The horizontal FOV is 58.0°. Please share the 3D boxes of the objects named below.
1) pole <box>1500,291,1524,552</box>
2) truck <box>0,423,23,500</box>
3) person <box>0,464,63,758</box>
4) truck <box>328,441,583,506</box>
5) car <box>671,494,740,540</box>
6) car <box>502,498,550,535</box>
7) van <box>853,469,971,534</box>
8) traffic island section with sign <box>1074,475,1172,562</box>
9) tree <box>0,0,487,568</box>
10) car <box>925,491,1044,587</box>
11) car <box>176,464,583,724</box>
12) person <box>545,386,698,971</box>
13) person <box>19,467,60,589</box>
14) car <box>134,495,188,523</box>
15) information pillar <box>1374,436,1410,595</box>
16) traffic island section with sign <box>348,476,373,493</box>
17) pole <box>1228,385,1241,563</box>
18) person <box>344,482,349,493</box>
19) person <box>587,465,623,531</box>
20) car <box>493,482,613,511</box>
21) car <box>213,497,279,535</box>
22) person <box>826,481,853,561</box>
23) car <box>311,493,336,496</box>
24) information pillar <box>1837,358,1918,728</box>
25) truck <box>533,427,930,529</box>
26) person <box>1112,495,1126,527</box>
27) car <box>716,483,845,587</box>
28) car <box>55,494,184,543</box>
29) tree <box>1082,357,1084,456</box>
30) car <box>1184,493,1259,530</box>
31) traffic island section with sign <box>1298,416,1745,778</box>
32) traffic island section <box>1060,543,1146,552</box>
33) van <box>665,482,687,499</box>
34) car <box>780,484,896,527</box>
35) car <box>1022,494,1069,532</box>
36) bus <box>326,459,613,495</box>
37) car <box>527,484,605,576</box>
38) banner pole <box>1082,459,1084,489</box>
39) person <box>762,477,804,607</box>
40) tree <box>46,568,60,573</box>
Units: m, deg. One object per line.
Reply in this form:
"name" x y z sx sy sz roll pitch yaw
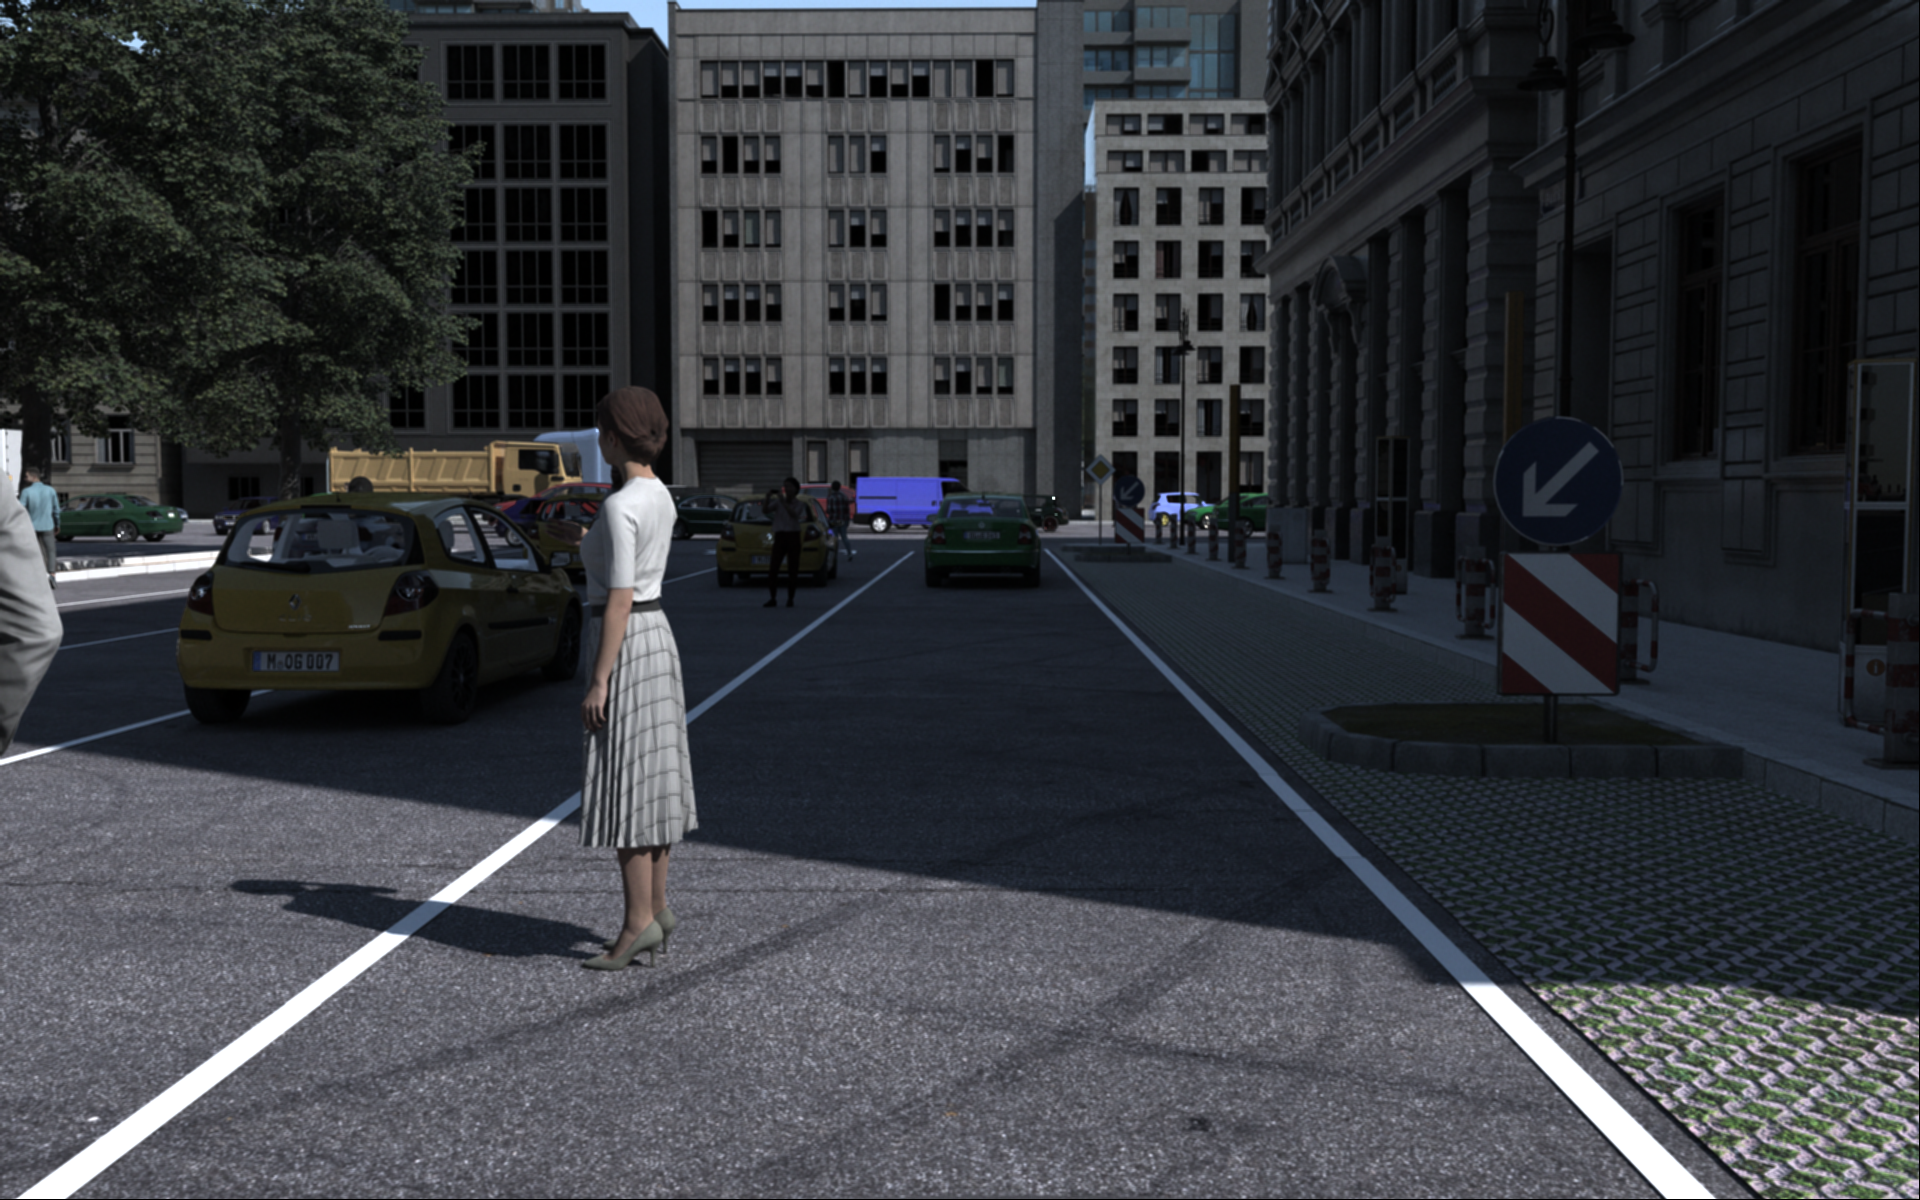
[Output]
"pole" 5.591 -1.450 17.552 0.158 3.312 0.155 0 3 0
"truck" -43.265 -4.944 69.747 11.283 4.237 2.839 0 4 1
"person" -1.904 0.324 3.052 0.795 1.843 0.661 2 4 35
"truck" -18.139 -4.177 64.226 9.791 3.379 3.469 0 4 3
"car" -7.476 -2.622 54.663 4.920 1.459 2.131 0 4 1
"car" -10.578 -2.120 47.237 3.894 1.354 1.945 0 4 3
"van" -1.262 -3.589 63.069 5.245 2.365 2.240 0 4 -1
"traffic island section with sign" 3.445 -1.734 36.983 1.989 1.847 2.006 0 4 1
"tree" -15.566 -7.998 39.880 9.857 13.997 8.962 0 3 0
"car" 0.400 -1.181 28.112 1.959 1.807 4.718 0 4 2
"car" -3.881 -0.123 12.228 2.015 1.641 3.980 0 4 2
"person" -1.080 0.230 5.306 0.524 1.755 0.480 0 4 8
"person" -13.935 -1.089 26.170 0.638 1.841 0.748 -2 4 -31
"car" -36.108 -3.892 75.636 4.499 1.417 2.014 0 4 -1
"information pillar" 5.525 -1.081 22.159 0.304 2.012 0.304 -2 4 -25
"traffic island section with sign" -15.551 -2.213 44.318 2.006 1.907 1.989 0 4 1
"pole" 5.136 -2.358 32.403 0.158 3.312 0.155 0 3 0
"person" -21.571 -3.229 61.067 0.755 1.850 0.659 -1 4 -9
"person" -4.111 -0.725 20.504 0.875 1.805 0.789 2 4 33
"car" -12.961 -2.981 57.417 5.304 1.827 2.281 0 4 2
"car" -24.937 -2.987 61.423 1.945 1.354 3.894 0 4 1
"person" -2.604 -1.700 37.130 0.563 1.720 0.643 -2 4 -29
"car" -26.611 -3.887 72.342 4.718 1.807 1.959 0 4 -1
"information pillar" 5.049 -0.309 9.545 0.304 2.012 0.304 1 4 21
"truck" -8.761 -4.949 70.672 18.799 4.110 2.967 0 4 1
"person" 6.951 -4.080 75.076 0.709 1.838 0.599 -1 4 -13
"car" -2.917 -1.098 28.179 2.015 1.641 3.980 0 4 -1
"car" -25.918 -2.455 51.936 4.920 1.459 2.131 0 4 3
"tree" 7.449 -14.904 150.330 9.857 13.997 8.962 0 3 0
"car" 11.345 -3.738 69.911 4.718 1.807 1.959 0 4 1
"traffic island section with sign" 2.963 -0.061 9.630 1.989 1.847 2.006 0 4 1
"traffic island section" 3.561 -1.313 43.742 2.009 0.180 2.903 0 4 1
"van" -12.767 -4.496 80.514 4.112 2.044 2.013 0 4 0
"car" -4.668 -3.532 66.415 5.304 1.827 2.281 0 3 0
"car" 2.027 -3.413 65.592 4.222 1.686 2.009 0 4 3
"bus" -20.972 -5.004 76.680 13.247 3.499 2.948 0 4 0
"car" -6.073 -1.156 29.117 2.015 1.641 3.980 0 4 1
"banner pole" 7.602 -7.325 109.774 0.863 3.779 0.401 -3 4 -37
"person" -2.235 -0.735 21.980 0.566 1.644 0.517 -2 4 -35
"tree" -15.928 -7.365 29.531 9.857 13.997 8.962 0 3 0
